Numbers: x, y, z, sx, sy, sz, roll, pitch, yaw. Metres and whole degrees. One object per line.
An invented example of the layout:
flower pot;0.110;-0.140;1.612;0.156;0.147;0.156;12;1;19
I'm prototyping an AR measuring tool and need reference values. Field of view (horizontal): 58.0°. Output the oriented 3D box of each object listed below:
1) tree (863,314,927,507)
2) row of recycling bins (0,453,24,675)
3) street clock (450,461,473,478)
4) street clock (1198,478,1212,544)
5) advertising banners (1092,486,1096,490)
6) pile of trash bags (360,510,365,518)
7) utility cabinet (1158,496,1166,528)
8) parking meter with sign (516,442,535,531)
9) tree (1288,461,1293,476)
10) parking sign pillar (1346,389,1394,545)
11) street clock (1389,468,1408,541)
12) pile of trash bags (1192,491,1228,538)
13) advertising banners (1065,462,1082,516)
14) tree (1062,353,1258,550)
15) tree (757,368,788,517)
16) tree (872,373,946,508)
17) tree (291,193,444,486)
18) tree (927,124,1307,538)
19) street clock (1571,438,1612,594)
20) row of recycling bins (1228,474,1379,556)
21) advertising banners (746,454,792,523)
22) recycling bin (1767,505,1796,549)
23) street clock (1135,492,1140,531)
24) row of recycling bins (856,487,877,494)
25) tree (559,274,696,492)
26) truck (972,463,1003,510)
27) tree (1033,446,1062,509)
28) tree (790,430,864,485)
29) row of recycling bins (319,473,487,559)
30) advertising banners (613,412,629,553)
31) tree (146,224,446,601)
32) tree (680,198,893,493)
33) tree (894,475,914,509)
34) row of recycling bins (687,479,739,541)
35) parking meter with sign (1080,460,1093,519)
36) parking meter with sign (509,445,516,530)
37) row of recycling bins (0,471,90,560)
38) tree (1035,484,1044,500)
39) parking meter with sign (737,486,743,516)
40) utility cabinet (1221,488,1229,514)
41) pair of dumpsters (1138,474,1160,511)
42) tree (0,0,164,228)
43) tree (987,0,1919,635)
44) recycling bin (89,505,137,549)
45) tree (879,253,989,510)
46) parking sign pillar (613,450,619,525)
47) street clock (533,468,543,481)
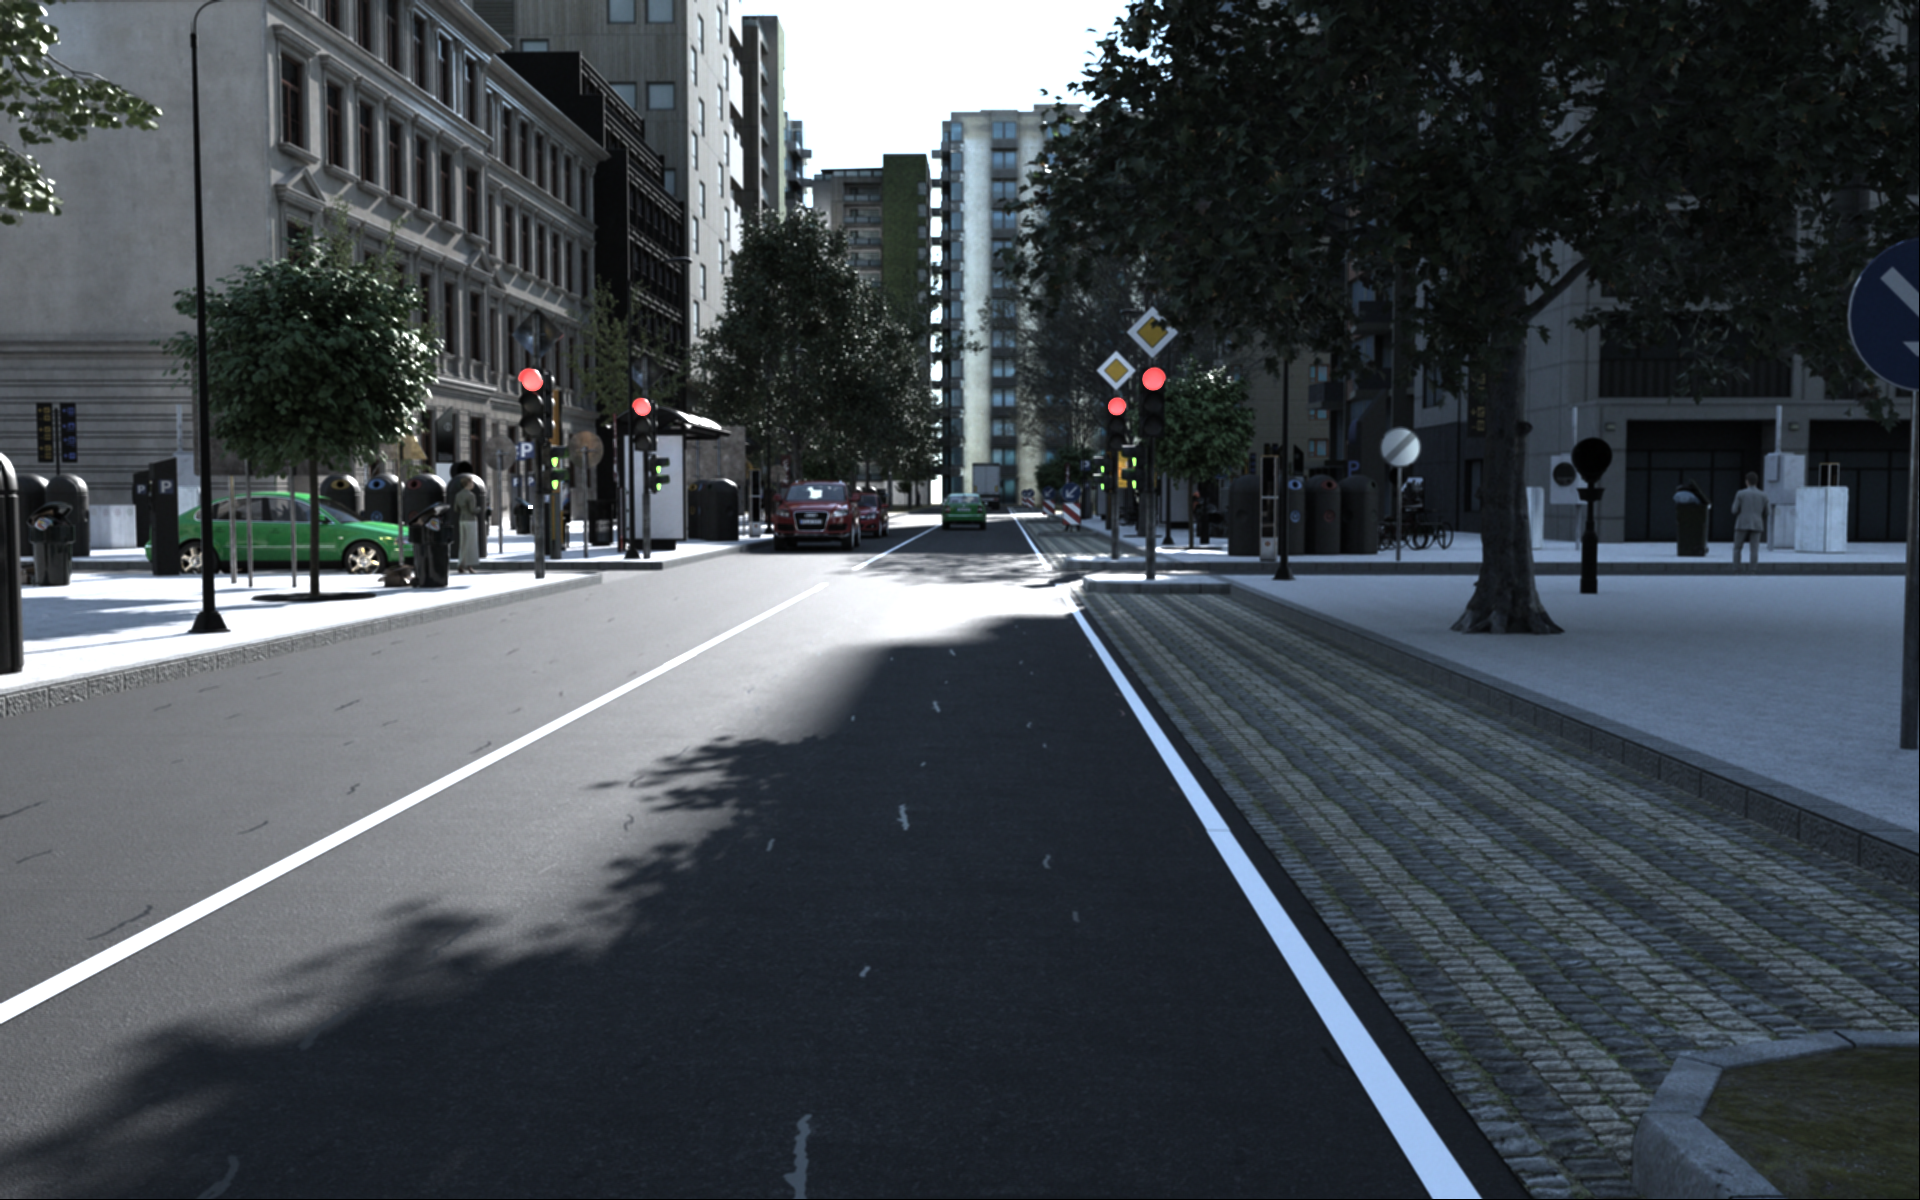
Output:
tree;-5.750;-12.005;106.657;12.009;13.543;11.850;0;3;0
row of recycling bins;-7.952;-0.386;13.424;1.069;1.692;3.534;-3;4;-36
street clock;-11.013;-2.064;38.319;0.358;2.002;0.471;2;4;32
street clock;6.284;-2.437;44.415;0.358;2.002;0.471;2;4;29
advertising banners;9.207;-6.914;109.226;2.074;3.025;0.090;0;4;-5
pile of trash bags;-13.421;-1.758;38.492;1.912;1.369;3.447;3;5;44
utility cabinet;8.046;-3.361;66.116;1.020;1.237;0.306;3;5;41
parking meter with sign;-14.442;-3.819;58.700;0.543;3.016;1.738;0;4;1
tree;16.588;-5.713;88.010;1.663;3.219;1.824;0;3;0
parking sign pillar;10.301;-3.393;43.950;1.447;3.967;1.447;3;5;41
street clock;12.059;-2.637;47.685;0.471;2.002;0.358;3;5;44
pile of trash bags;7.864;-2.590;52.094;1.912;1.369;3.447;-1;4;-20
advertising banners;6.360;-6.050;95.100;0.090;3.025;2.074;-2;4;-33
tree;5.420;-3.457;40.241;4.285;4.588;4.351;0;3;0
tree;-11.014;-9.057;98.440;4.360;8.622;3.978;0;3;0
tree;-4.859;-14.431;154.074;7.486;12.596;7.792;0;3;0
tree;-14.599;-5.638;42.550;4.737;8.622;4.395;0;3;0
tree;5.600;-8.620;51.306;12.009;13.543;11.850;0;3;0
street clock;8.137;-1.088;22.360;0.471;2.002;0.358;1;4;12
row of recycling bins;7.228;-1.800;36.545;3.534;1.692;1.069;-2;4;-23
advertising banners;-8.415;-4.905;76.385;2.074;3.025;0.090;0;4;8
recycling bin;19.343;-1.718;40.635;0.722;1.027;0.722;2;4;25
street clock;6.249;-3.407;60.282;0.358;2.002;0.471;-2;4;-30
row of recycling bins;-6.694;-5.970;104.730;3.534;1.692;1.069;1;4;14
tree;-11.402;-6.636;58.867;4.737;8.622;4.395;0;3;0
truck;2.529;-10.612;162.412;2.839;4.237;11.283;0;4;2
tree;6.762;-7.187;101.221;4.285;4.588;4.351;0;3;0
tree;-6.135;-5.879;79.837;4.285;4.588;4.351;0;3;0
row of recycling bins;-11.213;-1.699;34.893;3.534;1.692;1.069;1;4;9
advertising banners;-7.487;-2.567;38.158;0.090;3.025;2.074;0;4;-3
tree;-8.035;-2.293;21.200;4.285;4.588;4.351;0;3;0
tree;-6.446;-9.205;67.506;9.611;12.733;9.660;0;3;0
tree;-4.592;-9.263;146.050;1.663;3.219;1.824;0;3;0
row of recycling bins;-6.927;-2.546;48.735;1.069;1.692;3.534;-1;4;-19
parking meter with sign;6.600;-5.728;89.908;0.543;3.016;1.738;1;4;10
parking meter with sign;-15.943;-4.037;62.271;0.543;3.016;1.738;-1;4;-20
row of recycling bins;-19.585;-1.771;36.067;3.534;1.692;1.069;2;4;23
tree;8.895;-11.545;183.354;1.663;3.219;1.824;0;3;0
parking meter with sign;-13.021;-6.442;101.593;1.738;3.016;0.543;-1;4;-15
utility cabinet;9.815;-3.349;63.428;1.173;1.500;0.318;-2;4;-34
pair of dumpsters;9.449;-4.899;82.599;1.574;2.255;4.437;0;4;1
tree;-7.832;-5.589;9.501;7.486;12.596;7.792;0;3;0
tree;4.999;-6.046;15.862;9.611;12.733;9.660;0;3;0
recycling bin;-19.803;-1.709;40.491;0.722;1.027;0.722;1;4;22
tree;-4.144;-17.077;135.096;12.611;20.169;13.585;0;3;0
parking sign pillar;-13.872;-5.129;72.328;1.447;3.967;1.447;-2;4;-29
street clock;-11.793;-2.717;48.997;0.471;2.002;0.358;0;4;5
